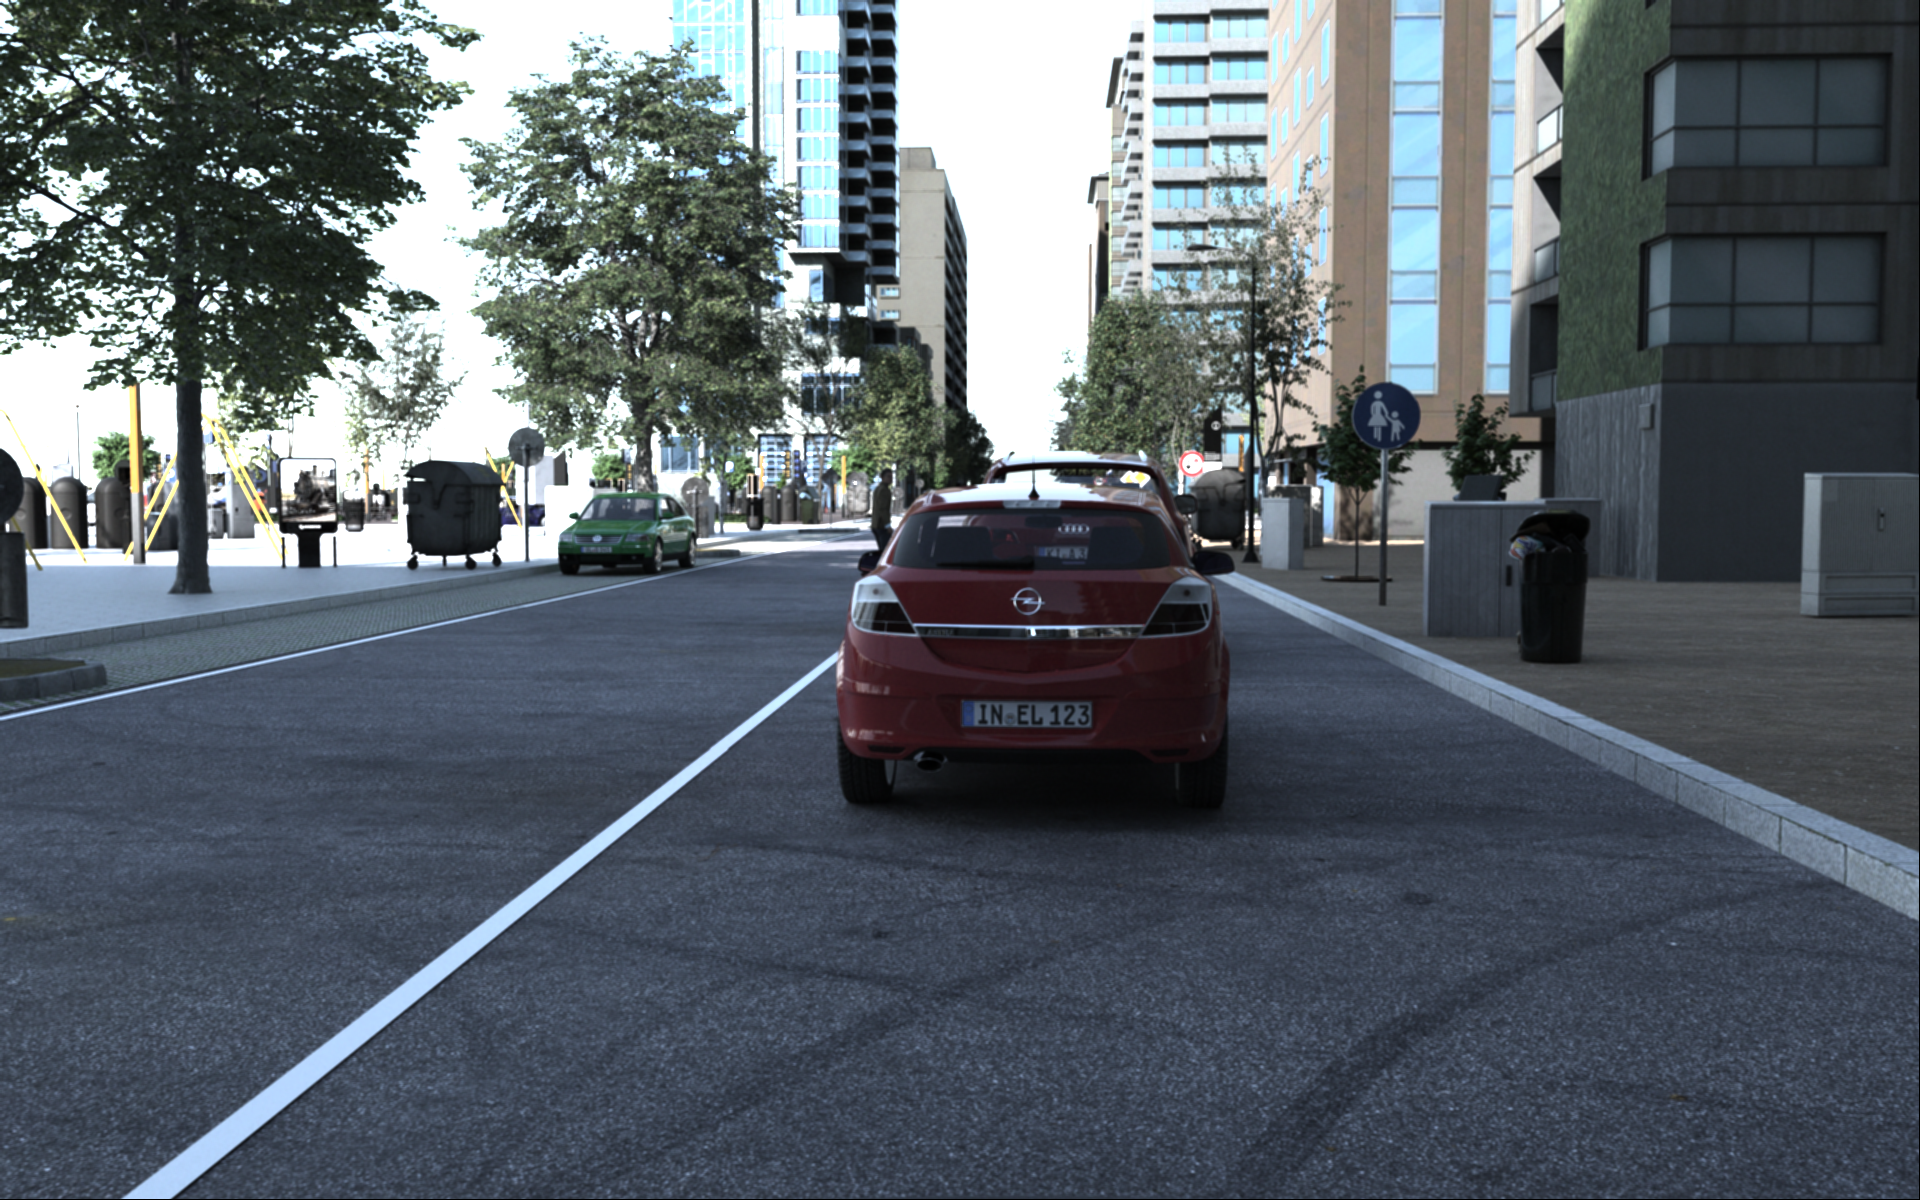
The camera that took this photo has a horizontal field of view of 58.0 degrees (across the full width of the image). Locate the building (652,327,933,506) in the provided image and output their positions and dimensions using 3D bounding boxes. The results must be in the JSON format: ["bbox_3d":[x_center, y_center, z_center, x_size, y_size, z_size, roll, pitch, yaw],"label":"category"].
[{"bbox_3d":[-17.766,-21.380,194.600,27.650,21.520,28.899,0,4,3],"label":"building"}]

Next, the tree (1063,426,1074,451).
[{"bbox_3d":[12.465,-13.853,176.850,4.737,8.622,4.395,0,3,0],"label":"tree"}]

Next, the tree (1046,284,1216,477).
[{"bbox_3d":[9.505,-10.883,94.942,9.611,12.733,9.660,0,3,0],"label":"tree"}]

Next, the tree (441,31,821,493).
[{"bbox_3d":[-8.699,-8.575,46.849,9.857,13.997,8.962,0,3,0],"label":"tree"}]

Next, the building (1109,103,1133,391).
[{"bbox_3d":[22.827,-30.631,184.407,14.154,41.232,14.086,0,4,3],"label":"building"}]

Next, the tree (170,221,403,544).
[{"bbox_3d":[-17.370,-5.730,44.047,4.737,8.622,4.395,0,3,0],"label":"tree"}]

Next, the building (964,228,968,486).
[{"bbox_3d":[-9.829,-40.674,288.726,21.300,48.544,21.600,0,4,3],"label":"building"}]

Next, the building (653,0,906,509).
[{"bbox_3d":[-15.881,-51.981,162.565,22.319,86.520,31.000,0,4,3],"label":"building"}]

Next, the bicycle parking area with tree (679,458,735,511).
[{"bbox_3d":[-19.065,-9.028,134.611,9.016,4.147,8.231,-1,4,-21],"label":"bicycle parking area with tree"}]

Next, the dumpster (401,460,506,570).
[{"bbox_3d":[-8.755,-1.481,29.980,1.264,1.857,1.865,0,4,3],"label":"dumpster"}]

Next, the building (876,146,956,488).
[{"bbox_3d":[-12.166,-37.997,244.946,21.300,48.544,21.600,0,4,3],"label":"building"}]

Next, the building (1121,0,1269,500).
[{"bbox_3d":[26.509,-33.119,161.096,23.786,49.044,30.456,0,4,3],"label":"building"}]

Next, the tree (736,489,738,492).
[{"bbox_3d":[-19.322,-9.186,144.785,1.663,3.219,1.824,0,3,0],"label":"tree"}]

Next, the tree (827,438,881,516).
[{"bbox_3d":[-6.200,-7.211,101.615,4.285,4.588,4.351,0,3,0],"label":"tree"}]

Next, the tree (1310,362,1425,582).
[{"bbox_3d":[6.007,-1.893,25.560,1.663,3.219,1.824,0,3,0],"label":"tree"}]

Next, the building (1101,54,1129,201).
[{"bbox_3d":[31.898,-37.646,204.753,28.713,52.752,27.495,0,4,3],"label":"building"}]

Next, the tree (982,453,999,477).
[{"bbox_3d":[4.287,-22.615,304.171,8.767,10.594,7.601,0,4,6],"label":"tree"}]

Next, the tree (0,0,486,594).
[{"bbox_3d":[-10.168,-6.382,22.471,7.486,12.596,7.792,0,3,0],"label":"tree"}]

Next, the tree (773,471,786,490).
[{"bbox_3d":[-12.849,-8.154,127.926,1.663,3.219,1.824,0,3,0],"label":"tree"}]

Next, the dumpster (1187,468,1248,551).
[{"bbox_3d":[5.956,-2.095,40.004,1.264,1.857,1.865,0,4,3],"label":"dumpster"}]

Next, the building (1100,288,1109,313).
[{"bbox_3d":[26.517,-28.786,242.357,14.160,30.474,14.107,0,4,3],"label":"building"}]

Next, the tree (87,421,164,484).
[{"bbox_3d":[-37.309,-5.729,77.390,4.285,4.588,4.351,0,3,0],"label":"tree"}]

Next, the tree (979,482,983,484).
[{"bbox_3d":[1.599,-17.753,240.627,4.737,8.622,4.395,0,3,0],"label":"tree"}]

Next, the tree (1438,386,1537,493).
[{"bbox_3d":[8.989,-2.192,30.442,1.663,3.219,1.824,0,3,0],"label":"tree"}]

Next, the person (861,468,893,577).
[{"bbox_3d":[-1.227,-1.149,27.194,0.656,1.842,0.836,3,5,40],"label":"person"}]

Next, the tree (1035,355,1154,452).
[{"bbox_3d":[11.233,-13.941,138.313,12.009,13.543,11.850,0,3,0],"label":"tree"}]

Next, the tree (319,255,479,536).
[{"bbox_3d":[-17.344,-6.284,53.112,4.360,8.622,3.978,0,3,0],"label":"tree"}]

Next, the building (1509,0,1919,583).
[{"bbox_3d":[17.479,-21.213,30.430,14.154,41.232,14.086,0,4,3],"label":"building"}]

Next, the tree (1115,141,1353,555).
[{"bbox_3d":[6.197,-5.224,35.779,4.360,8.622,3.978,0,3,0],"label":"tree"}]

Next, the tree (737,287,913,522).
[{"bbox_3d":[-6.461,-8.829,78.769,8.767,10.594,7.601,0,4,-6],"label":"tree"}]

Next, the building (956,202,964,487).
[{"bbox_3d":[-10.935,-39.313,266.471,21.300,48.544,21.600,0,4,3],"label":"building"}]

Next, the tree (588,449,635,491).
[{"bbox_3d":[-23.566,-8.180,117.449,4.285,4.588,4.351,0,3,0],"label":"tree"}]

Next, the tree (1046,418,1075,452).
[{"bbox_3d":[15.064,-19.126,230.829,7.486,12.596,7.792,0,3,0],"label":"tree"}]

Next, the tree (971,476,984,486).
[{"bbox_3d":[2.953,-17.641,272.139,4.285,4.588,4.351,0,3,0],"label":"tree"}]

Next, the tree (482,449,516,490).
[{"bbox_3d":[-33.391,-8.701,125.968,4.285,4.588,4.351,0,3,0],"label":"tree"}]

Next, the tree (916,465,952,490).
[{"bbox_3d":[-2.356,-10.683,158.379,4.285,4.588,4.351,0,3,0],"label":"tree"}]

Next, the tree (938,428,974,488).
[{"bbox_3d":[-0.854,-14.681,190.394,4.737,8.622,4.395,0,3,0],"label":"tree"}]

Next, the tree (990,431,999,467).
[{"bbox_3d":[0.695,-18.664,222.158,9.611,12.733,9.660,0,3,0],"label":"tree"}]

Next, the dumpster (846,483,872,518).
[{"bbox_3d":[-5.414,-5.311,92.592,1.264,1.857,1.865,0,4,3],"label":"dumpster"}]

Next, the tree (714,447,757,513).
[{"bbox_3d":[-15.538,-8.347,120.192,4.285,4.588,4.351,0,3,0],"label":"tree"}]

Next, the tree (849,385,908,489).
[{"bbox_3d":[-5.242,-10.044,114.577,4.737,8.622,4.395,0,3,0],"label":"tree"}]

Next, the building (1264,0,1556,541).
[{"bbox_3d":[17.269,-24.607,52.443,14.600,45.320,14.200,0,4,3],"label":"building"}]

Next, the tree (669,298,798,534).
[{"bbox_3d":[-7.626,-6.477,56.269,4.737,8.622,4.395,0,3,0],"label":"tree"}]

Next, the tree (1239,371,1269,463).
[{"bbox_3d":[18.799,-9.347,103.192,4.737,8.622,4.395,0,3,0],"label":"tree"}]

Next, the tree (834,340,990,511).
[{"bbox_3d":[-4.674,-13.003,129.604,9.611,12.733,9.660,0,3,0],"label":"tree"}]

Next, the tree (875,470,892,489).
[{"bbox_3d":[-6.552,-11.564,139.439,4.360,8.622,3.978,0,3,0],"label":"tree"}]
